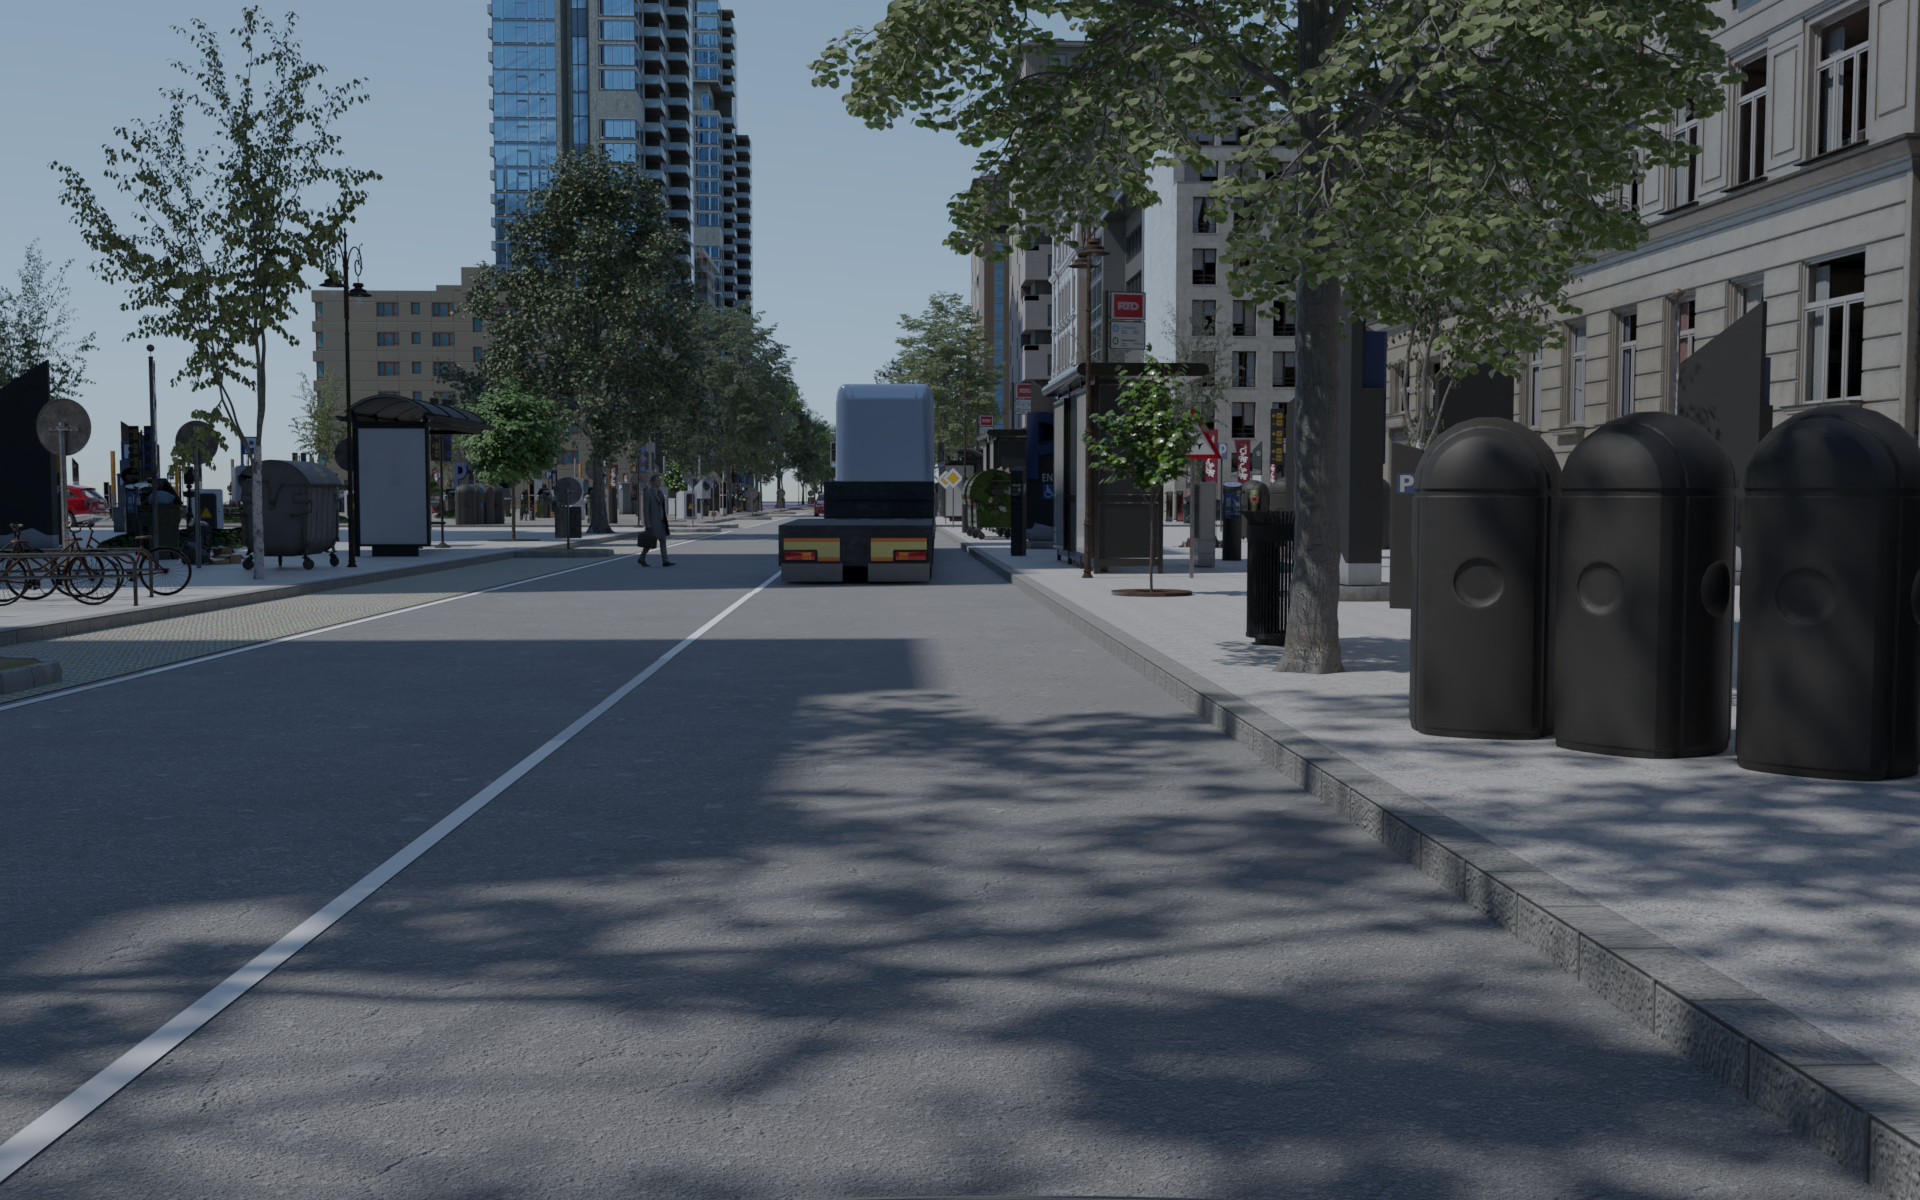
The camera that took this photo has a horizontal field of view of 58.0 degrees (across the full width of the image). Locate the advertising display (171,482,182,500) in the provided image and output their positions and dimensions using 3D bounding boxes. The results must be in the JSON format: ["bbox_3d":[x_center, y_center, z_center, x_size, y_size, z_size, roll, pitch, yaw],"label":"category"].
[{"bbox_3d":[-43.785,-5.600,96.774,0.974,1.923,0.123,3,4,39],"label":"advertising display"}]

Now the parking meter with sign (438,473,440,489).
[{"bbox_3d":[-42.710,-8.891,141.630,0.543,3.016,1.738,-1,4,-10],"label":"parking meter with sign"}]

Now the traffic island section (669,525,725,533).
[{"bbox_3d":[-10.120,-2.644,65.505,2.009,0.180,2.903,0,4,-3],"label":"traffic island section"}]

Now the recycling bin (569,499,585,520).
[{"bbox_3d":[-19.128,-4.499,86.114,0.722,1.027,0.722,-3,4,-37],"label":"recycling bin"}]

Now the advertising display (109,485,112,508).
[{"bbox_3d":[-59.482,-7.114,121.519,0.123,1.923,0.974,-1,4,-11],"label":"advertising display"}]

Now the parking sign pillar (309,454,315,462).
[{"bbox_3d":[-43.091,-7.788,115.809,1.447,3.967,1.447,0,4,-6],"label":"parking sign pillar"}]

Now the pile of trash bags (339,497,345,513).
[{"bbox_3d":[-44.493,-6.784,120.670,3.447,1.369,1.912,-1,4,-8],"label":"pile of trash bags"}]

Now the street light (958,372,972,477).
[{"bbox_3d":[0.189,-5.669,65.474,0.468,5.910,1.993,0,4,-3],"label":"street light"}]

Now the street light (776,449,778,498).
[{"bbox_3d":[-15.827,-10.848,150.154,0.468,5.910,1.993,0,4,-3],"label":"street light"}]

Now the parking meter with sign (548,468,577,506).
[{"bbox_3d":[-26.952,-7.441,117.928,1.738,3.016,0.543,0,4,-6],"label":"parking meter with sign"}]

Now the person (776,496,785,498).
[{"bbox_3d":[-23.488,-13.298,226.653,1.217,1.736,0.721,0,4,-6],"label":"person"}]

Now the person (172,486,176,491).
[{"bbox_3d":[-30.512,-3.545,67.136,0.731,1.740,0.598,0,4,8],"label":"person"}]

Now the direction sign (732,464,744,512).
[{"bbox_3d":[-15.635,-7.946,121.912,0.876,3.537,0.379,1,4,9],"label":"direction sign"}]

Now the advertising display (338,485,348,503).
[{"bbox_3d":[-43.629,-7.158,122.248,0.123,1.923,0.974,3,4,36],"label":"advertising display"}]

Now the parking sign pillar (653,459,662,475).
[{"bbox_3d":[-23.082,-8.831,132.865,1.447,3.967,1.447,1,4,11],"label":"parking sign pillar"}]

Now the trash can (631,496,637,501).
[{"bbox_3d":[-22.783,-6.666,120.642,0.748,1.137,0.748,0,3,0],"label":"trash can"}]

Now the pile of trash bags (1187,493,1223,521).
[{"bbox_3d":[12.458,-4.517,83.609,3.447,1.369,1.912,3,4,38],"label":"pile of trash bags"}]

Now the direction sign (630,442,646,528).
[{"bbox_3d":[-12.257,-4.524,65.959,0.876,3.537,0.379,3,4,39],"label":"direction sign"}]

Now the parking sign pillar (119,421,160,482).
[{"bbox_3d":[-30.214,-4.609,63.832,1.447,3.967,1.447,-1,4,-10],"label":"parking sign pillar"}]

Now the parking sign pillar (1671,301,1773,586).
[{"bbox_3d":[10.914,-2.225,24.851,1.447,3.967,1.447,-3,5,-40],"label":"parking sign pillar"}]

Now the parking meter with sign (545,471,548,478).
[{"bbox_3d":[-30.837,-8.308,132.101,1.738,3.016,0.543,3,4,37],"label":"parking meter with sign"}]

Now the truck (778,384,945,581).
[{"bbox_3d":[-1.765,-2.860,36.528,2.967,4.110,18.799,0,4,-1],"label":"truck"}]

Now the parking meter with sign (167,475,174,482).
[{"bbox_3d":[-65.490,-9.013,143.624,0.543,3.016,1.738,-2,4,-27],"label":"parking meter with sign"}]

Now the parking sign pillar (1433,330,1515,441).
[{"bbox_3d":[8.260,-2.422,28.067,1.447,3.967,1.447,-1,4,-9],"label":"parking sign pillar"}]

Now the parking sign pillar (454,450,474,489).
[{"bbox_3d":[-30.293,-7.176,105.802,1.447,3.967,1.447,2,4,33],"label":"parking sign pillar"}]

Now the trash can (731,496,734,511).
[{"bbox_3d":[-15.031,-6.161,112.388,0.748,1.137,0.748,0,3,0],"label":"trash can"}]

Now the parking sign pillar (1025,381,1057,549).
[{"bbox_3d":[2.196,-3.205,40.878,1.447,3.967,1.447,2,4,32],"label":"parking sign pillar"}]

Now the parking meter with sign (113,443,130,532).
[{"bbox_3d":[-28.409,-3.833,58.938,0.543,3.016,1.738,-1,4,-12],"label":"parking meter with sign"}]

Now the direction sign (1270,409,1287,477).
[{"bbox_3d":[8.654,-3.296,45.886,0.876,3.537,0.379,0,4,4],"label":"direction sign"}]

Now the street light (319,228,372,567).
[{"bbox_3d":[-10.671,-3.513,30.222,0.468,5.910,1.993,0,4,-3],"label":"street light"}]

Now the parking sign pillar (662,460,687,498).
[{"bbox_3d":[-19.909,-8.176,122.151,1.447,3.967,1.447,1,4,11],"label":"parking sign pillar"}]

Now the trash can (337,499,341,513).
[{"bbox_3d":[-48.136,-7.403,132.687,0.748,1.137,0.748,0,3,0],"label":"trash can"}]

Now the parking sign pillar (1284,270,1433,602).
[{"bbox_3d":[4.800,-2.002,21.208,1.447,3.967,1.447,0,4,-3],"label":"parking sign pillar"}]

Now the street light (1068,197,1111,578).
[{"bbox_3d":[1.948,-3.273,26.294,0.468,5.910,1.993,0,4,-3],"label":"street light"}]

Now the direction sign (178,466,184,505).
[{"bbox_3d":[-63.137,-9.095,140.705,0.876,3.537,0.379,-1,4,-20],"label":"direction sign"}]

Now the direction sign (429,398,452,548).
[{"bbox_3d":[-12.326,-3.007,41.165,0.379,3.537,0.876,1,4,14],"label":"direction sign"}]

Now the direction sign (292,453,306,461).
[{"bbox_3d":[-36.133,-6.288,94.800,0.379,3.537,0.876,2,4,34],"label":"direction sign"}]

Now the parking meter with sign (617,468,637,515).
[{"bbox_3d":[-21.035,-6.880,108.757,0.543,3.016,1.738,3,4,37],"label":"parking meter with sign"}]

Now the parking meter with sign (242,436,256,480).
[{"bbox_3d":[-21.623,-3.487,53.276,0.543,3.016,1.738,-1,4,-13],"label":"parking meter with sign"}]

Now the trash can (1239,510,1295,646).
[{"bbox_3d":[2.758,-0.193,14.817,0.748,1.137,0.748,0,3,0],"label":"trash can"}]

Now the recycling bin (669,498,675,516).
[{"bbox_3d":[-16.970,-5.580,103.783,0.722,1.027,0.722,3,5,42],"label":"recycling bin"}]

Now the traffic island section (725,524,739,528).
[{"bbox_3d":[-10.471,-3.132,73.482,2.009,0.180,2.903,0,4,-3],"label":"traffic island section"}]

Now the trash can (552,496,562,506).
[{"bbox_3d":[-24.057,-5.603,103.257,0.748,1.137,0.748,0,3,0],"label":"trash can"}]

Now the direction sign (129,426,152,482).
[{"bbox_3d":[-27.067,-3.997,57.356,0.876,3.537,0.379,0,4,7],"label":"direction sign"}]

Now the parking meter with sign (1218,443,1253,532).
[{"bbox_3d":[9.485,-3.803,58.437,0.543,3.016,1.738,-3,5,-44],"label":"parking meter with sign"}]

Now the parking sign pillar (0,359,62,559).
[{"bbox_3d":[-18.891,-2.830,34.742,1.447,3.967,1.447,-1,4,-13],"label":"parking sign pillar"}]

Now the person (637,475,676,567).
[{"bbox_3d":[-5.991,-1.563,34.160,0.767,1.812,0.694,2,4,27],"label":"person"}]

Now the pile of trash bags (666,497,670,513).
[{"bbox_3d":[-20.341,-6.520,116.350,1.912,1.369,3.447,-2,4,-26],"label":"pile of trash bags"}]

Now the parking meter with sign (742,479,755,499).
[{"bbox_3d":[-18.204,-9.262,147.691,1.738,3.016,0.543,-2,4,-30],"label":"parking meter with sign"}]
